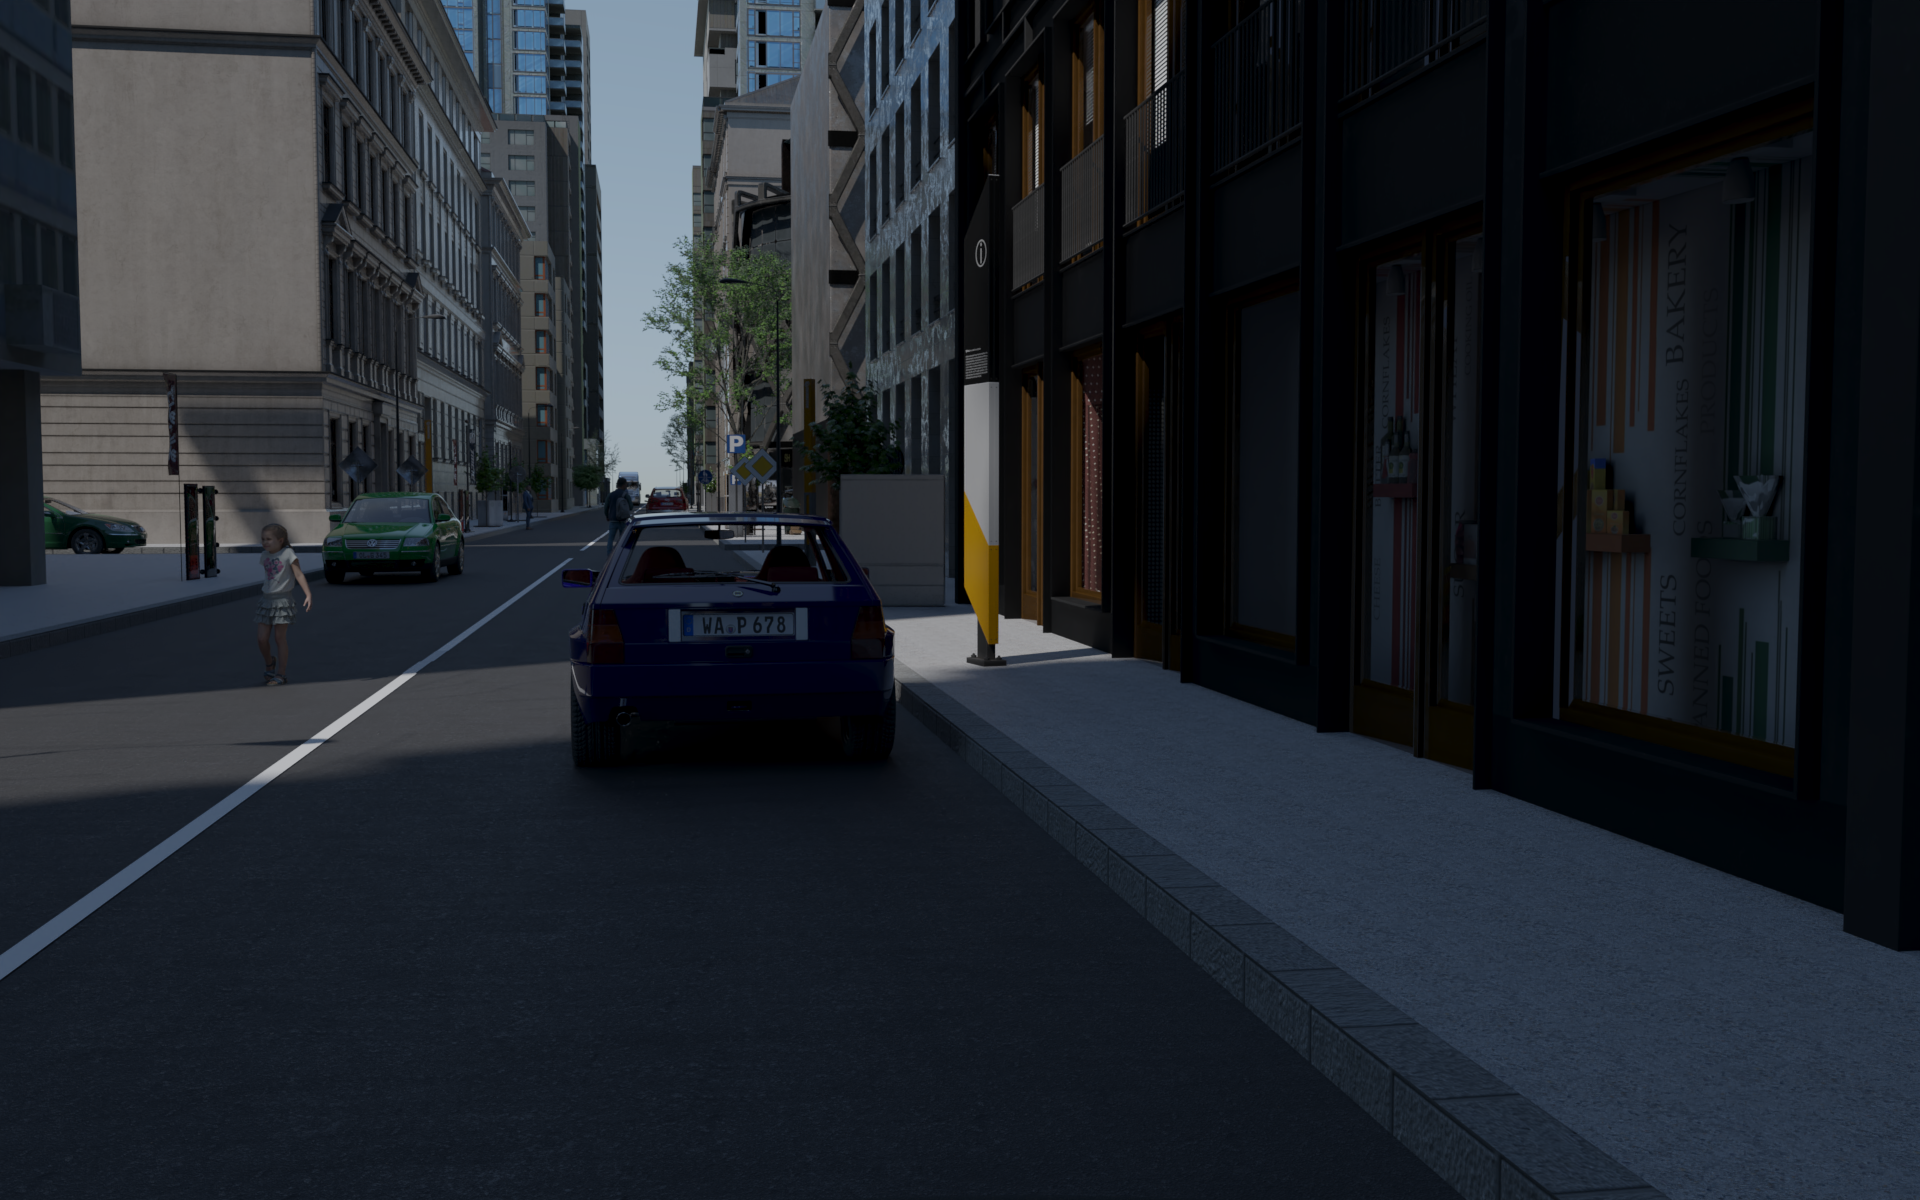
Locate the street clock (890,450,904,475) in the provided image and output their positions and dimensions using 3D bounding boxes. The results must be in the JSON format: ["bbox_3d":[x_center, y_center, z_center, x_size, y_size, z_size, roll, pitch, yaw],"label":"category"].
[{"bbox_3d":[-1.065,-1.365,26.882,0.358,2.002,0.471,2,4,25],"label":"street clock"}]

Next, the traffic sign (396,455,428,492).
[{"bbox_3d":[-13.995,-2.485,44.271,0.795,2.450,0.064,-1,4,-10],"label":"traffic sign"}]

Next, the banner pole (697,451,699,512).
[{"bbox_3d":[-15.374,-6.828,101.654,0.401,3.779,0.863,-1,4,-11],"label":"banner pole"}]

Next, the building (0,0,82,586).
[{"bbox_3d":[-23.096,-19.820,15.937,23.993,40.220,32.217,-1,4,-10],"label":"building"}]

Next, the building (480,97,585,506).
[{"bbox_3d":[-46.877,-30.414,180.870,14.154,41.232,14.086,-1,4,-10],"label":"building"}]

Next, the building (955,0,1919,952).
[{"bbox_3d":[7.342,-11.210,12.958,12.332,23.373,15.834,-1,4,-10],"label":"building"}]

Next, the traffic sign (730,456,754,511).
[{"bbox_3d":[-5.670,-2.571,45.685,0.795,2.450,0.064,-1,4,-10],"label":"traffic sign"}]

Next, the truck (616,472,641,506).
[{"bbox_3d":[-40.846,-13.707,213.861,2.967,4.110,18.799,-1,4,-10],"label":"truck"}]

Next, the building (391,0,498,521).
[{"bbox_3d":[-29.940,-14.871,76.419,16.112,22.955,30.059,-1,4,-10],"label":"building"}]

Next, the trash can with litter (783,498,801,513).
[{"bbox_3d":[-5.194,-2.636,54.493,0.624,1.170,1.055,-1,4,-21],"label":"trash can with litter"}]

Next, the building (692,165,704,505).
[{"bbox_3d":[-26.647,-32.745,218.969,14.154,41.232,14.086,-1,4,-10],"label":"building"}]

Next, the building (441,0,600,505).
[{"bbox_3d":[-56.022,-55.061,212.917,22.319,86.520,31.000,-1,4,-10],"label":"building"}]

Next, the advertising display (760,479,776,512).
[{"bbox_3d":[-8.318,-4.279,75.178,0.974,1.923,0.123,-1,4,-21],"label":"advertising display"}]

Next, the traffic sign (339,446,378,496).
[{"bbox_3d":[-12.634,-2.004,36.402,0.795,2.450,0.064,-1,4,-10],"label":"traffic sign"}]

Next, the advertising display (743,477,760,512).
[{"bbox_3d":[-6.503,-2.957,53.556,0.123,1.923,0.974,1,4,14],"label":"advertising display"}]

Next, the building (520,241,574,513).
[{"bbox_3d":[-44.226,-17.461,130.525,27.650,21.520,28.899,-1,4,-10],"label":"building"}]

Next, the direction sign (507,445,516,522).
[{"bbox_3d":[-20.626,-5.354,79.527,0.379,3.537,0.876,-1,4,-17],"label":"direction sign"}]

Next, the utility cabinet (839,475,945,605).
[{"bbox_3d":[-0.761,-0.680,19.790,1.173,1.500,0.318,0,4,2],"label":"utility cabinet"}]

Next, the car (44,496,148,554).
[{"bbox_3d":[-21.330,-1.713,39.800,4.920,1.459,2.131,-1,4,-9],"label":"car"}]

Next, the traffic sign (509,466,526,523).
[{"bbox_3d":[-19.928,-4.765,78.014,0.768,2.556,0.104,0,4,-6],"label":"traffic sign"}]

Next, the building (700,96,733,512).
[{"bbox_3d":[-12.368,-21.938,130.384,14.160,30.474,14.107,-1,4,-10],"label":"building"}]

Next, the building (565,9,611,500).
[{"bbox_3d":[-63.539,-50.290,260.490,20.563,71.187,20.611,-1,4,-10],"label":"building"}]

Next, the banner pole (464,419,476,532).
[{"bbox_3d":[-16.500,-4.183,58.411,0.401,3.779,0.863,1,4,10],"label":"banner pole"}]

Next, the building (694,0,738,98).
[{"bbox_3d":[-13.001,-36.268,182.214,28.713,52.752,27.495,-1,4,-10],"label":"building"}]

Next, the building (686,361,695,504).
[{"bbox_3d":[-24.017,-24.282,242.048,27.650,21.520,28.899,-1,4,-10],"label":"building"}]

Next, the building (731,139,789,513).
[{"bbox_3d":[-3.109,-13.482,87.878,16.820,18.784,16.811,-1,4,-10],"label":"building"}]

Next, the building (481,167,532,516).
[{"bbox_3d":[-31.825,-16.262,102.041,11.583,22.565,21.152,-1,4,-10],"label":"building"}]

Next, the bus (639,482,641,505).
[{"bbox_3d":[-44.528,-14.639,234.204,2.948,3.499,13.247,-1,4,-10],"label":"bus"}]

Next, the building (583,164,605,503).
[{"bbox_3d":[-60.658,-37.689,239.917,21.300,48.544,21.600,-1,4,-10],"label":"building"}]

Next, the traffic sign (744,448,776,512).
[{"bbox_3d":[-4.309,-2.090,37.816,0.795,2.450,0.064,-1,4,-10],"label":"traffic sign"}]

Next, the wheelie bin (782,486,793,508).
[{"bbox_3d":[-6.700,-3.771,69.565,0.980,1.594,0.693,1,4,16],"label":"wheelie bin"}]

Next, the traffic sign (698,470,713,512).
[{"bbox_3d":[-13.240,-5.505,90.109,0.768,2.556,0.104,0,4,-1],"label":"traffic sign"}]

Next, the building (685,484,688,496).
[{"bbox_3d":[-26.739,-35.224,267.795,32.217,40.220,23.993,-1,4,-10],"label":"building"}]

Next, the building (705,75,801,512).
[{"bbox_3d":[-9.233,-19.007,108.022,12.463,27.353,25.104,-1,4,-10],"label":"building"}]

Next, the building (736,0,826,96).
[{"bbox_3d":[-10.671,-51.333,151.960,22.319,86.520,31.000,-1,4,-10],"label":"building"}]

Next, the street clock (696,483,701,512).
[{"bbox_3d":[-16.928,-6.568,111.960,0.358,2.002,0.471,0,4,-3],"label":"street clock"}]

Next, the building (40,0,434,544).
[{"bbox_3d":[-22.616,-11.505,52.733,10.561,19.102,19.286,-1,4,-10],"label":"building"}]

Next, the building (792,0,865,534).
[{"bbox_3d":[3.538,-11.540,56.133,16.811,18.784,16.820,-1,4,-10],"label":"building"}]

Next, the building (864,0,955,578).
[{"bbox_3d":[4.535,-10.665,29.126,10.420,20.320,16.860,-1,4,-10],"label":"building"}]
